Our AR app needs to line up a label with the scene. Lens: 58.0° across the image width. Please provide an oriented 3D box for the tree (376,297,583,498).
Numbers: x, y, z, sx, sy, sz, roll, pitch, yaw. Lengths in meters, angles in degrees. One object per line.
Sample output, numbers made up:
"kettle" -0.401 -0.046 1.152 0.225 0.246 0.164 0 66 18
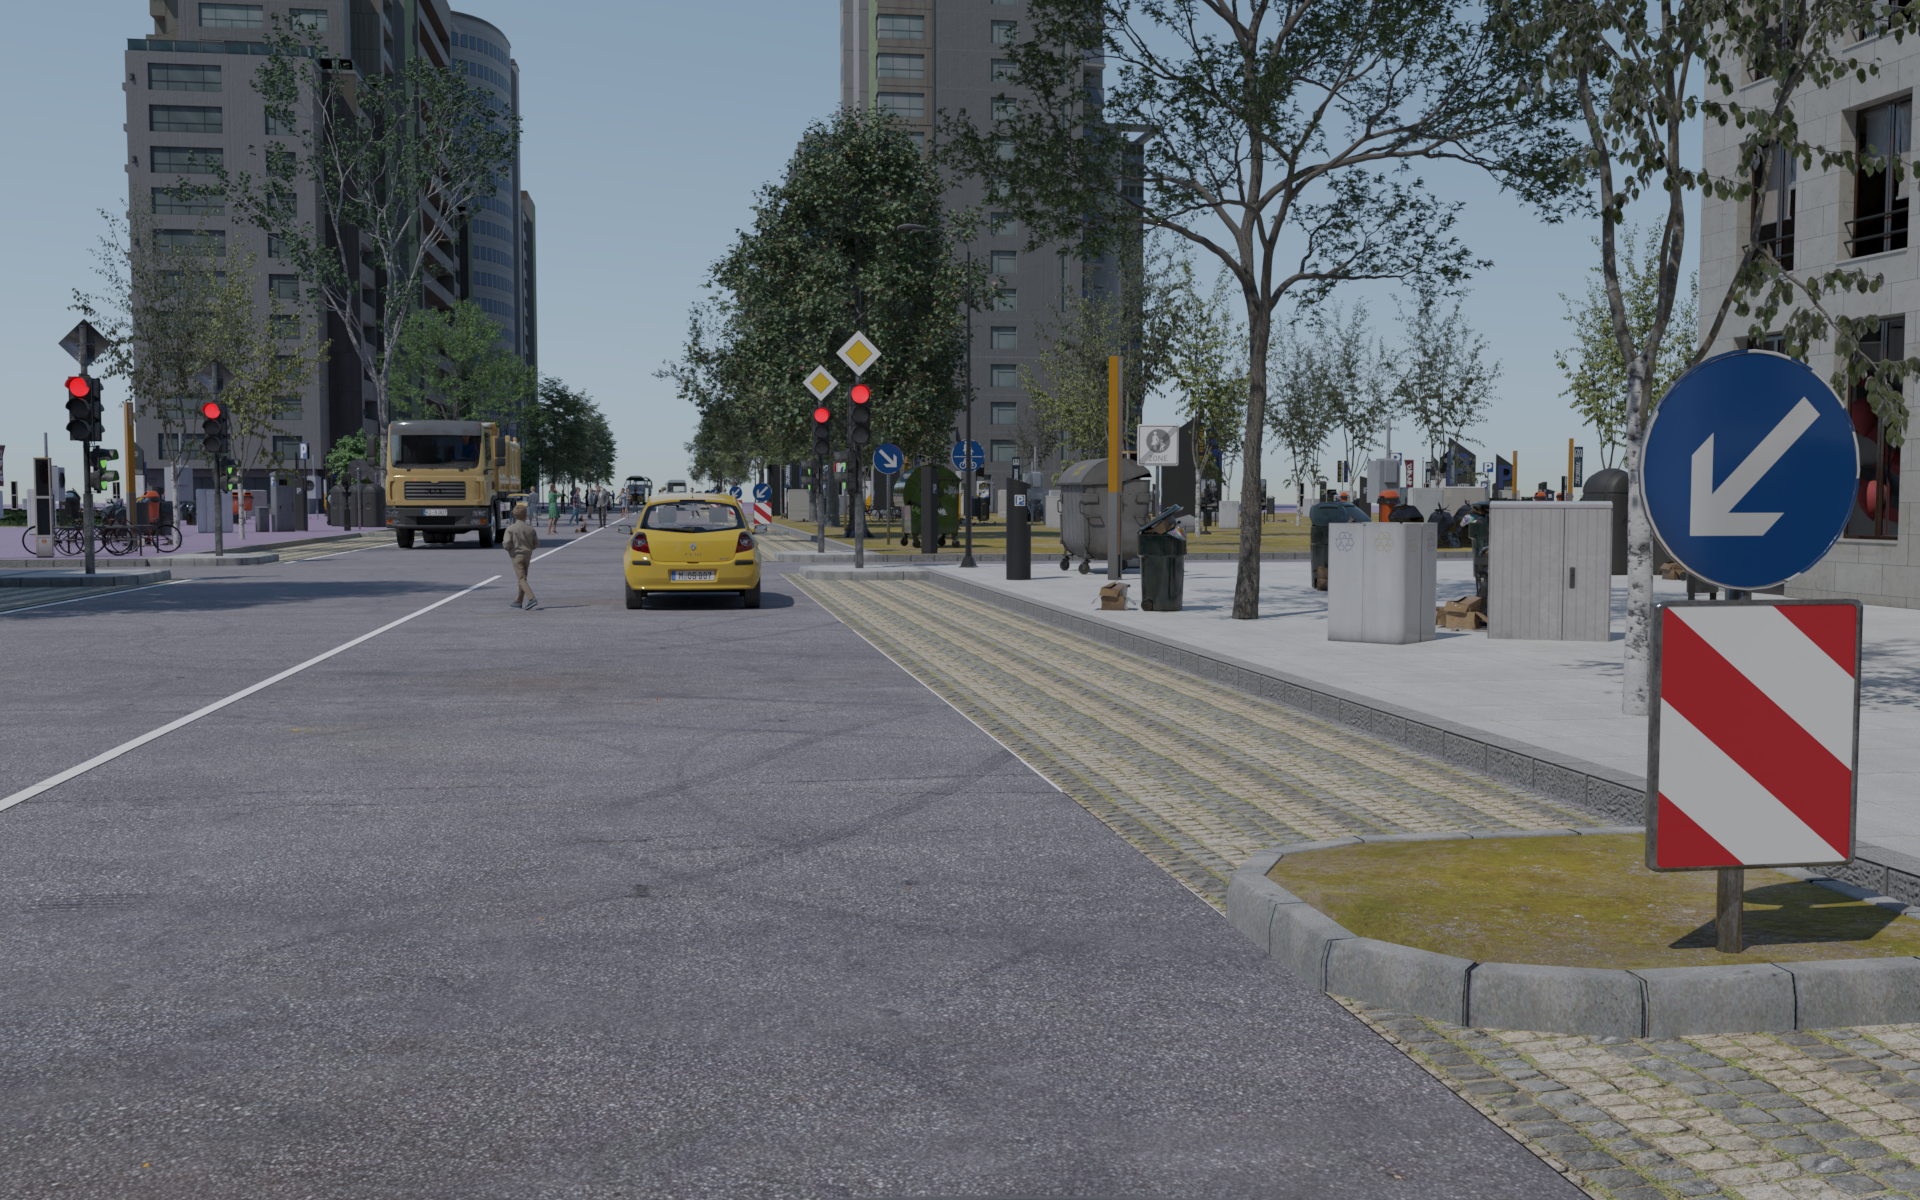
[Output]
"tree" -26.801 -10.090 90.722 9.928 11.665 9.643 0 3 0

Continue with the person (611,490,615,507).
"person" -37.018 -10.759 184.278 0.599 1.838 0.709 -2 4 -28

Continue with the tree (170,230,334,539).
"tree" -20.103 -6.007 48.570 4.737 8.622 4.395 0 3 0

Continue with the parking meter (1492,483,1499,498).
"parking meter" 27.983 -5.191 90.592 0.255 1.863 0.399 0 4 1

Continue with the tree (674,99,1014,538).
"tree" -3.073 -8.177 50.697 9.611 12.733 9.660 0 3 0

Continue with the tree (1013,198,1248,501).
"tree" 3.990 -5.583 41.653 4.360 8.622 3.978 0 3 0

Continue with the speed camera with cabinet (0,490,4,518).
"speed camera with cabinet" -44.307 -5.135 78.295 0.660 3.252 2.038 1 4 15

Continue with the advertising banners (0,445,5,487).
"advertising banners" -34.246 -3.941 60.628 0.090 3.025 2.074 1 4 20

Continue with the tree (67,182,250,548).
"tree" -18.734 -5.546 41.043 4.360 8.622 3.978 0 3 0

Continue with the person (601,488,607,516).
"person" -22.811 -6.235 110.650 0.583 1.804 0.606 0 4 -3

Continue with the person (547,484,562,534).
"person" -14.533 -3.245 61.798 0.600 1.795 0.529 3 5 43

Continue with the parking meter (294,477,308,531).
"parking meter" -22.963 -3.341 60.343 0.399 1.863 0.255 1 4 12

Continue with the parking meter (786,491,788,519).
"parking meter" -8.714 -4.914 88.749 0.372 1.533 0.369 0 3 0

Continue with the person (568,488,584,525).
"person" -17.617 -4.291 79.497 0.643 1.720 0.563 1 4 11

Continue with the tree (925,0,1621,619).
"tree" 3.277 -5.085 17.559 7.601 10.594 8.767 -1 4 -13

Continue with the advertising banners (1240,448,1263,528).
"advertising banners" 10.918 -4.194 64.764 0.090 3.025 2.074 2 4 32

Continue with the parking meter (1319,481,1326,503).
"parking meter" 16.117 -4.357 76.950 0.255 1.863 0.399 0 4 5

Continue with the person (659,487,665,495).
"person" -14.586 -4.637 84.669 0.624 1.780 0.694 -3 5 -41

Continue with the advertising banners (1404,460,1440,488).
"advertising banners" 23.531 -5.615 87.999 2.074 3.025 0.090 0 4 -7

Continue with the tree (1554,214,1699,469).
"tree" 18.280 -5.816 45.453 4.737 8.622 4.395 0 3 0

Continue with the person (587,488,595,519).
"person" -20.824 -5.416 97.538 0.515 1.767 0.782 0 4 1

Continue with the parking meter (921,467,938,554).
"parking meter" -0.654 -1.929 37.247 0.255 1.863 0.399 1 4 22

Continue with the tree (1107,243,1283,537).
"tree" 7.366 -6.195 51.657 4.737 8.622 4.395 0 3 0

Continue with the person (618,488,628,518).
"person" -20.249 -5.829 103.896 0.616 1.811 0.778 -2 4 -34

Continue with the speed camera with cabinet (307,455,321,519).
"speed camera with cabinet" -33.417 -5.708 87.662 2.038 3.252 0.660 1 4 10

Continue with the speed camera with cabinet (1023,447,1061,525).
"speed camera with cabinet" 3.624 -4.800 72.821 2.038 3.252 0.660 -2 4 -32

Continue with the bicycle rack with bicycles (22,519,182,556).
"bicycle rack with bicycles" -18.196 -1.415 36.516 2.925 0.926 2.852 -1 4 -13

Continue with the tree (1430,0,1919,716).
"tree" 3.897 -3.623 9.592 4.360 8.622 3.978 0 3 0

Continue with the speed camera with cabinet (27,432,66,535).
"speed camera with cabinet" -29.037 -3.713 55.050 0.660 3.252 2.038 -1 4 -11

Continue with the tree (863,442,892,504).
"tree" -5.127 -8.886 95.644 4.360 8.622 3.978 0 3 0

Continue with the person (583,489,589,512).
"person" -30.259 -8.058 140.381 0.705 1.807 1.348 1 4 9

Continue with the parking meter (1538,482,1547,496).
"parking meter" 27.258 -4.610 81.078 0.399 1.863 0.255 -2 4 -34

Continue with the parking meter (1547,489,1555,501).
"parking meter" 29.278 -4.749 86.055 0.372 1.533 0.369 0 3 0

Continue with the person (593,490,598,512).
"person" -28.517 -7.740 135.585 0.617 1.759 0.750 -1 4 -10

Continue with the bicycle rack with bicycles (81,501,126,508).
"bicycle rack with bicycles" -43.258 -4.593 88.481 2.925 0.926 2.852 1 4 12

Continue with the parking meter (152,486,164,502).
"parking meter" -26.737 -3.019 57.778 0.372 1.533 0.369 0 3 0

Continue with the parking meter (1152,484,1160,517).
"parking meter" 10.850 -5.512 95.834 0.399 1.863 0.255 1 4 17

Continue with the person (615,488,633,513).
"person" -25.142 -7.424 129.520 1.348 1.869 0.705 -2 4 -25

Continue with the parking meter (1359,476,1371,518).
"parking meter" 13.075 -3.063 55.795 0.399 1.863 0.255 0 4 6

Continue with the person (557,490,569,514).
"person" -28.095 -6.929 122.306 1.217 1.766 0.721 1 4 23

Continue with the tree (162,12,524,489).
"tree" -24.712 -13.102 70.112 12.611 20.169 13.585 0 3 0

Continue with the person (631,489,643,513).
"person" -24.107 -7.337 128.476 1.348 1.822 0.705 -2 4 -33

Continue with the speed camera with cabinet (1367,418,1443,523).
"speed camera with cabinet" 11.655 -3.118 45.316 2.038 3.252 0.660 -1 4 -22

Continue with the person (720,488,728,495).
"person" -12.478 -5.074 91.939 0.782 1.767 0.515 1 4 14

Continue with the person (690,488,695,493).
"person" -15.784 -5.778 102.994 0.620 1.820 0.660 -3 5 -44

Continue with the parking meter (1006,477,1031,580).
"parking meter" 0.877 -1.070 25.899 0.372 1.533 0.369 0 3 0

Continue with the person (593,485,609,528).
"person" -15.161 -3.946 73.195 0.592 1.802 0.473 1 4 20

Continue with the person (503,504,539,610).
"person" -5.446 -0.531 21.456 0.640 1.303 0.475 3 4 37

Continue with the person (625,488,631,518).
"person" -20.218 -5.909 105.454 0.374 1.781 0.599 2 4 35

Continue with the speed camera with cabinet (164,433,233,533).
"speed camera with cabinet" -24.970 -3.821 56.809 0.660 3.252 2.038 3 4 37

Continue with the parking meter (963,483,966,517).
"parking meter" 0.387 -5.471 95.155 0.255 1.863 0.399 2 4 34

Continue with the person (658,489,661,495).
"person" -25.713 -8.551 148.310 1.348 1.824 0.705 2 4 35

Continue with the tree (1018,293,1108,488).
"tree" 4.482 -6.862 62.561 4.737 8.622 4.395 0 3 0

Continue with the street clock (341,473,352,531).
"street clock" -21.288 -3.399 60.142 0.358 2.002 0.471 0 4 -6

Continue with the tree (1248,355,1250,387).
"tree" 13.507 -7.284 69.463 4.360 8.622 3.978 0 3 0

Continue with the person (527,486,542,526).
"person" -18.896 -4.146 76.632 0.694 1.780 0.624 -2 4 -28

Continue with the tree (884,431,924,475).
"tree" -3.546 -9.864 111.642 4.737 8.622 4.395 0 3 0
